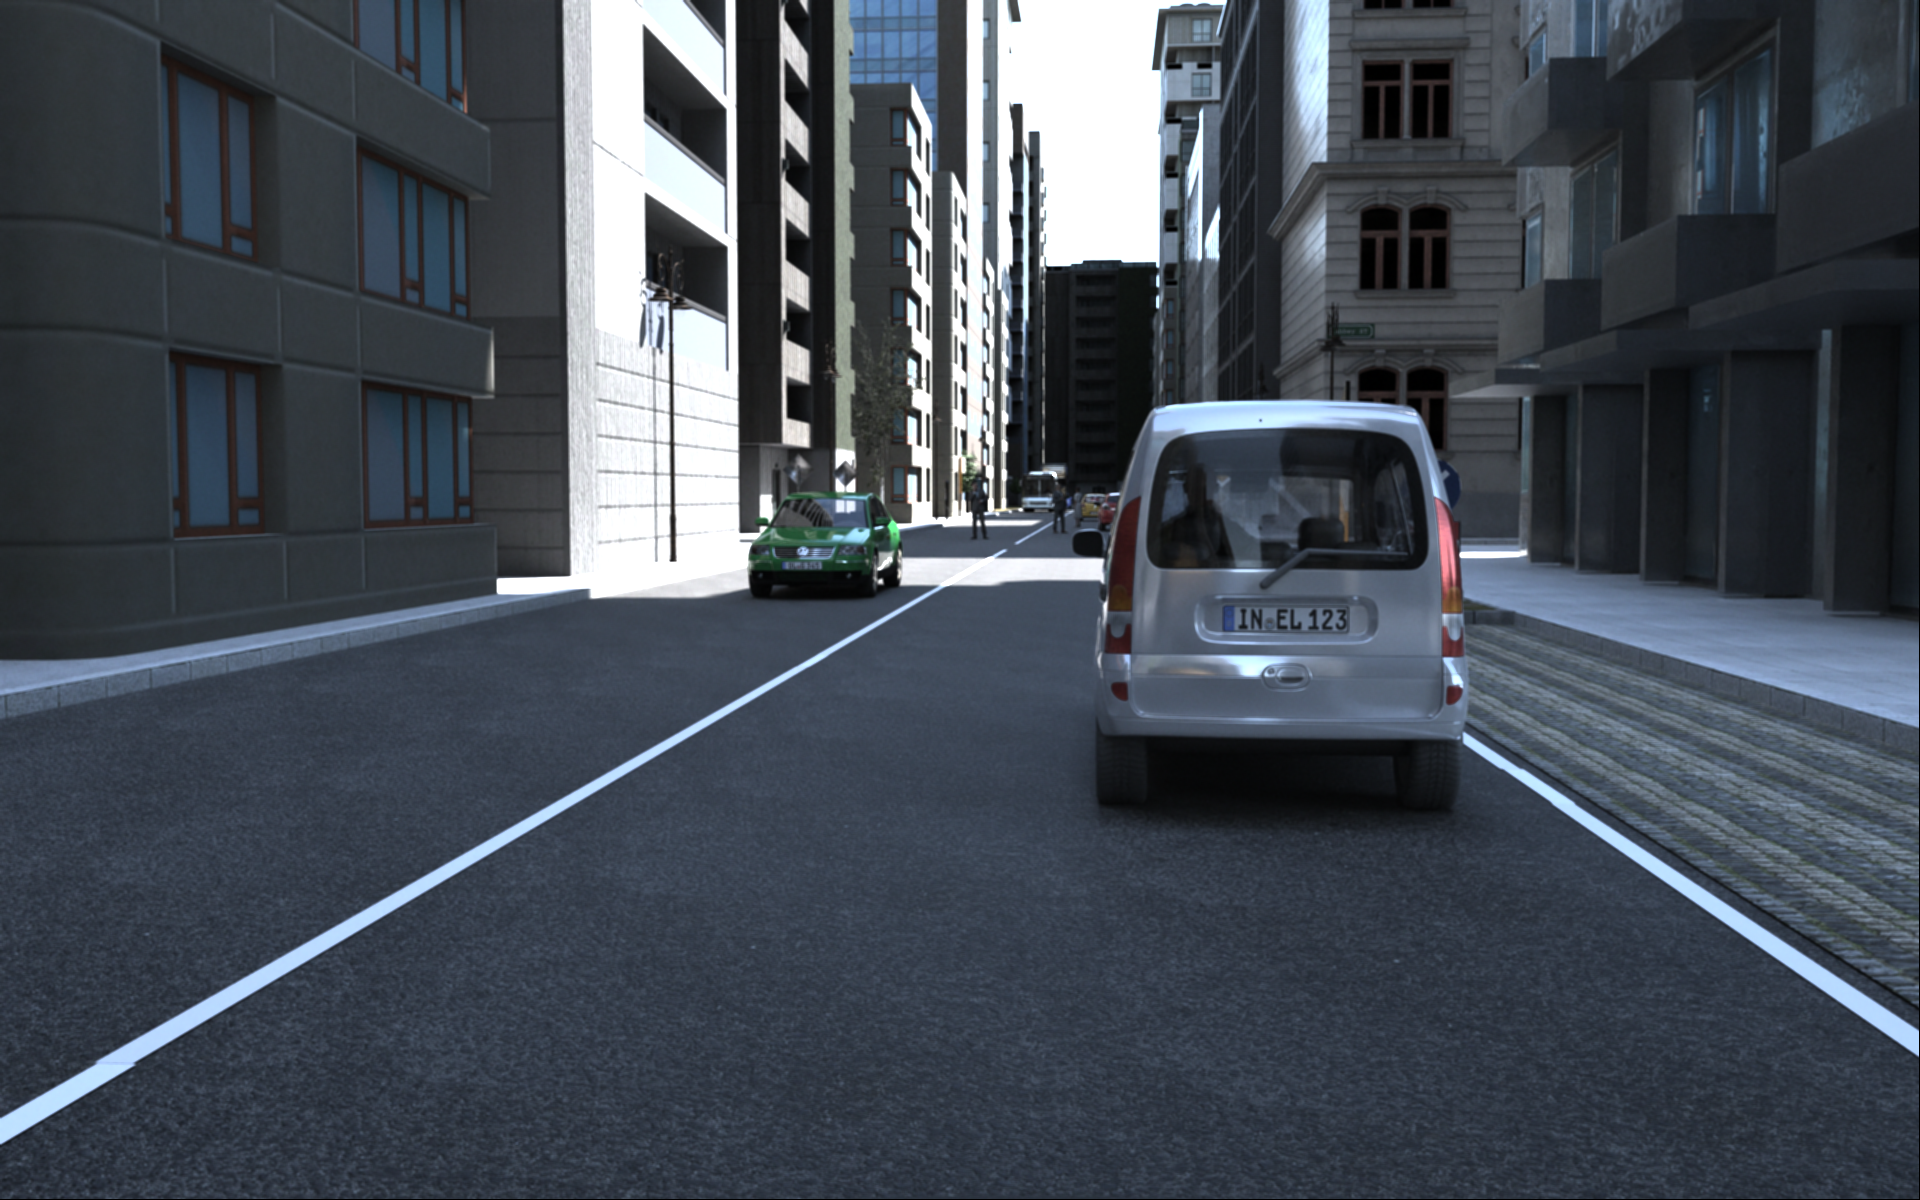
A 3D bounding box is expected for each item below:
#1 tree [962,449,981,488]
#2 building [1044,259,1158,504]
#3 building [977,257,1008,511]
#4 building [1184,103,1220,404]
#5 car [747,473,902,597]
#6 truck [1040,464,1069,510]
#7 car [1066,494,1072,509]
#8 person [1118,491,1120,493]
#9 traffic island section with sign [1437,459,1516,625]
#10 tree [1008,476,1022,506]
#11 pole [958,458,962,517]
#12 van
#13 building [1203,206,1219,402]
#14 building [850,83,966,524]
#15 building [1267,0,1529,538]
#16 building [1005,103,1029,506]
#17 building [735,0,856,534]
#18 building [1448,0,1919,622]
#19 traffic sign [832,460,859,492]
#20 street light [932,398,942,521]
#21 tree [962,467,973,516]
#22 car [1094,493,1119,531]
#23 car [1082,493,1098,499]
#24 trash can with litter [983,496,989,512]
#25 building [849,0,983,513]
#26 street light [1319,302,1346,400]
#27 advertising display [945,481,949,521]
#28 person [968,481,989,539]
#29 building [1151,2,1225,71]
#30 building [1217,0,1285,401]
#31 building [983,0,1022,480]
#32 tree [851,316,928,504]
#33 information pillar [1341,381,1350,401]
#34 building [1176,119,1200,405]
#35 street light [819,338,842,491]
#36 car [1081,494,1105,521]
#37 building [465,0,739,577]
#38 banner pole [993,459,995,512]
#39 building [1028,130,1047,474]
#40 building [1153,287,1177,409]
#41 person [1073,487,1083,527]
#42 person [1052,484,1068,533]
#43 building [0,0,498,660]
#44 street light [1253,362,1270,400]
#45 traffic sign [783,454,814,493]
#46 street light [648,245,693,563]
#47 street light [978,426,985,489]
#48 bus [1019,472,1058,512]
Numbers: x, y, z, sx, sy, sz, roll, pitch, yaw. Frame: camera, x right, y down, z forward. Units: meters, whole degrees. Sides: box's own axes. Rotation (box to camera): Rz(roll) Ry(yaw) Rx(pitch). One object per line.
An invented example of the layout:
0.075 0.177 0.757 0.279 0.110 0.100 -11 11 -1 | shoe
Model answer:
-0.276 -7.591 107.820 4.285 4.588 4.351 0 3 0 | tree
17.509 -27.173 215.987 14.107 30.474 14.160 0 4 5 | building
-10.671 -18.162 141.989 27.650 21.520 28.899 0 4 5 | building
21.402 -18.138 114.576 12.078 24.808 19.932 0 4 5 | building
-1.923 -1.022 25.500 1.959 1.807 4.718 0 4 5 | car
8.796 -10.589 162.050 2.839 4.237 11.283 0 4 4 | truck
10.218 -9.963 172.490 1.945 1.707 3.694 0 4 6 | car
14.485 -9.034 156.940 1.217 1.736 0.721 -2 4 -32 | person
5.135 -0.685 19.836 1.989 1.847 2.006 0 4 5 | traffic island section with sign
6.296 -11.799 187.517 1.663 3.219 1.824 0 3 0 | tree
0.005 -6.305 96.937 0.158 3.312 0.155 0 3 0 | pole
1.583 -0.140 9.294 2.013 2.044 4.112 0 4 6 | van
19.222 -14.766 96.176 10.420 20.320 16.860 0 4 5 | building
-14.626 -14.897 88.608 27.650 21.520 28.899 0 4 5 | building
22.092 -16.371 55.064 23.554 28.519 14.401 0 4 5 | building
0.303 -33.347 195.337 14.200 45.320 14.600 0 4 5 | building
-11.528 -17.543 58.535 14.160 30.474 14.107 0 4 5 | building
20.011 -24.540 20.833 23.786 49.044 30.456 0 4 5 | building
-3.391 -2.916 51.314 0.795 2.450 0.064 0 4 5 | traffic sign
-1.132 -6.758 83.278 0.468 5.910 1.993 0 4 5 | street light
-0.053 -6.677 103.765 1.663 3.219 1.824 0 3 0 | tree
6.377 -3.629 68.375 2.155 1.783 4.494 0 4 3 | car
11.139 -8.236 143.699 2.155 1.783 4.494 0 4 4 | car
1.777 -6.962 125.212 0.624 1.170 1.055 0 4 6 | trash can with litter
-5.849 -28.541 116.757 14.600 45.320 14.200 0 4 5 | building
8.977 -4.225 41.867 0.468 5.910 1.993 0 4 5 | street light
-0.640 -4.788 83.490 0.123 1.923 0.974 0 4 -4 | advertising display
0.596 -2.868 55.199 0.655 1.846 0.447 0 4 3 | person
35.069 -36.444 185.096 28.713 52.752 27.495 0 4 5 | building
18.979 -17.211 74.902 14.314 27.812 24.014 0 4 5 | building
-8.858 -35.467 169.126 28.713 52.752 27.495 0 4 5 | building
-3.442 -7.383 71.070 4.360 8.622 3.978 0 3 0 | tree
7.998 -2.732 36.022 0.183 3.616 0.504 0 4 -1 | information pillar
24.070 -22.301 136.326 14.160 30.474 14.107 0 4 5 | building
-3.836 -4.816 51.522 0.468 5.910 1.993 0 4 5 | street light
7.247 -5.058 92.917 2.015 1.641 3.980 0 4 4 | car
-19.379 -30.130 34.622 28.212 58.520 21.231 0 4 5 | building
2.416 -8.096 122.389 0.401 3.779 0.863 0 4 -1 | banner pole
0.072 -36.546 221.229 21.600 48.544 21.300 0 4 5 | building
31.883 -19.130 157.820 27.650 21.520 28.899 0 4 5 | building
5.057 -4.042 75.157 0.524 1.755 0.480 3 5 44 | person
3.690 -3.357 63.558 0.590 1.801 0.661 3 5 45 | person
-20.895 -9.987 8.331 27.650 21.520 28.899 0 4 5 | building
10.528 -5.375 60.672 0.468 5.910 1.993 0 4 5 | street light
-4.045 -2.429 43.355 0.795 2.450 0.064 0 4 5 | traffic sign
-5.384 -3.644 32.364 0.468 5.910 1.993 0 4 5 | street light
1.460 -8.731 115.542 0.468 5.910 1.993 0 4 5 | street light
6.499 -8.878 140.021 2.948 3.499 13.247 0 4 4 | bus
